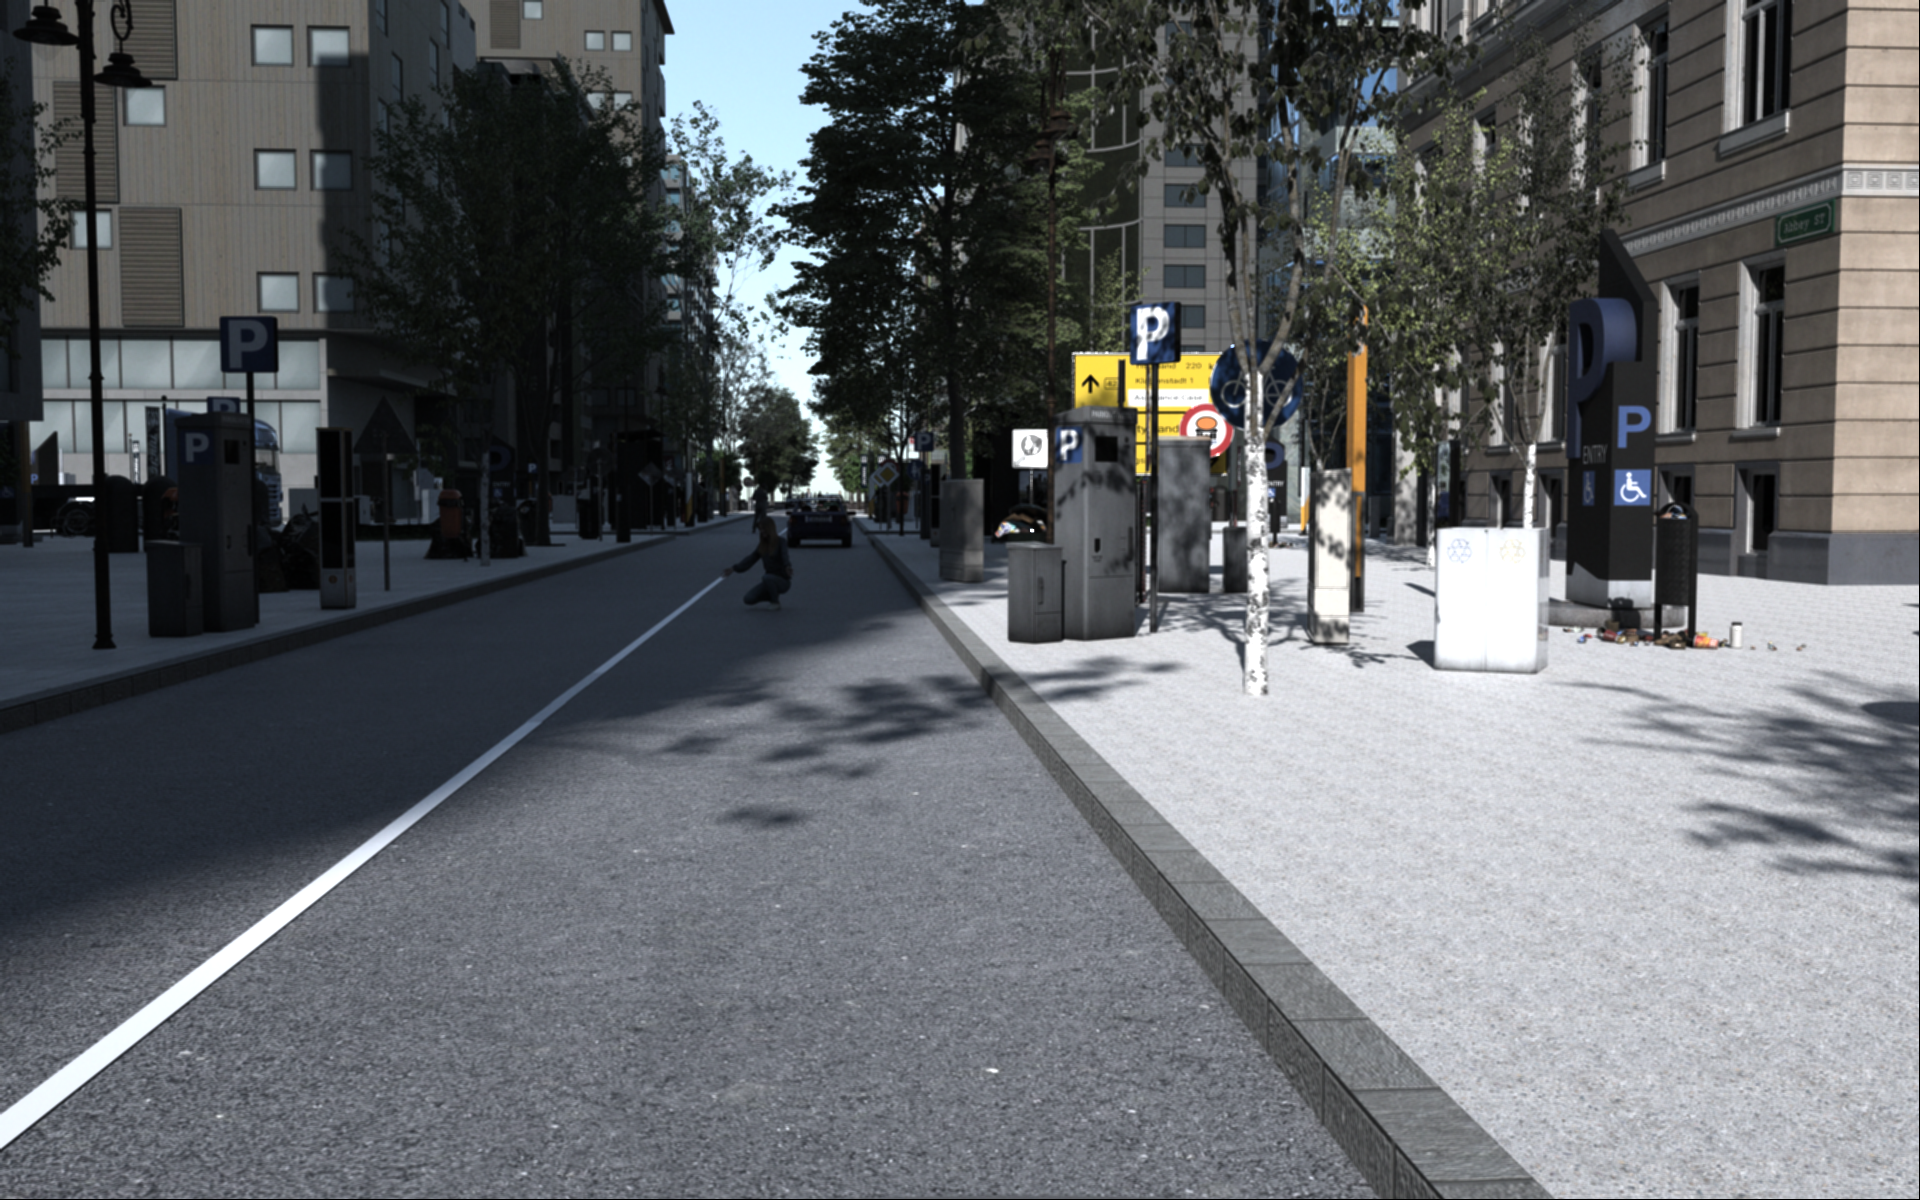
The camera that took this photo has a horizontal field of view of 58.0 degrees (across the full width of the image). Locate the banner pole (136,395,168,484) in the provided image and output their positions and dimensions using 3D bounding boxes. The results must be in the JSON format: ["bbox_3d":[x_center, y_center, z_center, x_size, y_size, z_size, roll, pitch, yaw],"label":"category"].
[{"bbox_3d":[-20.249,-3.289,43.792,0.401,3.779,0.863,1,4,19],"label":"banner pole"}]

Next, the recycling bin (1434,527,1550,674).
[{"bbox_3d":[3.925,-0.013,12.761,0.722,1.027,0.722,2,4,25],"label":"recycling bin"}]

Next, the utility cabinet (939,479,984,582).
[{"bbox_3d":[0.003,-1.028,25.488,0.318,1.500,1.173,-1,4,-19],"label":"utility cabinet"}]

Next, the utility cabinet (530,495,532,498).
[{"bbox_3d":[-25.434,-5.703,104.399,1.020,1.237,0.306,2,4,24],"label":"utility cabinet"}]

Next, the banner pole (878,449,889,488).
[{"bbox_3d":[-4.187,-6.493,96.172,0.863,3.779,0.401,-1,4,-9],"label":"banner pole"}]

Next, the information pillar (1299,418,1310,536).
[{"bbox_3d":[10.658,-3.795,53.404,0.183,3.616,0.504,2,4,34],"label":"information pillar"}]

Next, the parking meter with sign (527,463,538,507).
[{"bbox_3d":[-23.813,-6.183,97.351,0.543,3.016,1.738,-2,4,-29],"label":"parking meter with sign"}]

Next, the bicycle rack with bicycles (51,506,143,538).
[{"bbox_3d":[-25.545,-2.316,51.251,2.925,0.926,2.852,1,4,11],"label":"bicycle rack with bicycles"}]

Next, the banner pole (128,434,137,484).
[{"bbox_3d":[-34.088,-4.985,71.524,0.863,3.779,0.401,2,4,33],"label":"banner pole"}]

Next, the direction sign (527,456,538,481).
[{"bbox_3d":[-25.397,-6.807,103.298,0.876,3.537,0.379,1,4,11],"label":"direction sign"}]

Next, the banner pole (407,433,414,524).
[{"bbox_3d":[-22.445,-4.936,70.717,0.401,3.779,0.863,0,4,4],"label":"banner pole"}]

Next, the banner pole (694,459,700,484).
[{"bbox_3d":[-17.367,-7.633,114.812,0.863,3.779,0.401,0,4,6],"label":"banner pole"}]

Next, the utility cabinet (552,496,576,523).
[{"bbox_3d":[-17.306,-3.950,75.746,1.020,1.237,0.306,-1,4,-12],"label":"utility cabinet"}]

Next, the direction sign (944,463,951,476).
[{"bbox_3d":[-0.744,-8.170,125.571,0.876,3.537,0.379,1,4,14],"label":"direction sign"}]

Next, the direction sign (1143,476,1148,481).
[{"bbox_3d":[11.392,-7.135,108.661,0.876,3.537,0.379,0,4,-8],"label":"direction sign"}]

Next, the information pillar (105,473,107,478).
[{"bbox_3d":[-29.983,-3.427,60.524,0.304,2.012,0.304,-3,5,-43],"label":"information pillar"}]

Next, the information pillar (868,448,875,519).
[{"bbox_3d":[-4.479,-5.900,87.821,0.183,3.616,0.504,2,4,29],"label":"information pillar"}]

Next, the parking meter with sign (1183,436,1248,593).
[{"bbox_3d":[2.916,-1.605,22.505,1.738,3.016,0.543,0,4,3],"label":"parking meter with sign"}]

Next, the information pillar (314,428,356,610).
[{"bbox_3d":[-6.946,-0.906,19.297,0.304,2.012,0.304,0,4,1],"label":"information pillar"}]

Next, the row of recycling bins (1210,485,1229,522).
[{"bbox_3d":[11.012,-4.449,79.860,3.534,1.692,1.069,-3,5,-39],"label":"row of recycling bins"}]

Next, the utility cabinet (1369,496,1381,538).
[{"bbox_3d":[12.190,-2.436,50.985,0.306,1.237,1.020,1,4,11],"label":"utility cabinet"}]

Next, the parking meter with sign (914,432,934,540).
[{"bbox_3d":[-0.852,-3.260,49.566,0.543,3.016,1.738,1,4,11],"label":"parking meter with sign"}]

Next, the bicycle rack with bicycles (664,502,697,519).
[{"bbox_3d":[-15.251,-4.772,91.406,2.925,0.926,2.852,3,5,41],"label":"bicycle rack with bicycles"}]

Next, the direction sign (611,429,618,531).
[{"bbox_3d":[-12.044,-4.192,60.542,0.379,3.537,0.876,-1,4,-20],"label":"direction sign"}]

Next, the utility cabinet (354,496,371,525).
[{"bbox_3d":[-24.250,-3.588,69.828,0.306,1.237,1.020,2,4,29],"label":"utility cabinet"}]

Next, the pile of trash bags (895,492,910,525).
[{"bbox_3d":[-0.998,-3.802,71.916,3.447,1.369,1.912,-1,4,-10],"label":"pile of trash bags"}]

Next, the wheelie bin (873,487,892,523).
[{"bbox_3d":[-3.432,-4.261,77.568,0.693,1.594,0.980,2,4,33],"label":"wheelie bin"}]

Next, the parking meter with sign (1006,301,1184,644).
[{"bbox_3d":[1.176,-1.169,15.377,1.738,3.016,0.543,-3,5,-42],"label":"parking meter with sign"}]

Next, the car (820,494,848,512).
[{"bbox_3d":[-7.443,-5.531,100.214,2.009,1.686,4.222,0,4,-5],"label":"car"}]

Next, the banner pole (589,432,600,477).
[{"bbox_3d":[-14.711,-4.873,69.697,0.863,3.779,0.401,3,5,42],"label":"banner pole"}]

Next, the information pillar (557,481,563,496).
[{"bbox_3d":[-22.328,-5.646,96.806,0.304,2.012,0.304,-1,4,-16],"label":"information pillar"}]

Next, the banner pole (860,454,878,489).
[{"bbox_3d":[-5.164,-6.471,95.810,0.863,3.779,0.401,-3,4,-36],"label":"banner pole"}]

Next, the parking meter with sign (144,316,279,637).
[{"bbox_3d":[-7.026,-1.223,16.260,0.543,3.016,1.738,0,4,3],"label":"parking meter with sign"}]

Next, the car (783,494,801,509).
[{"bbox_3d":[-15.876,-9.534,165.674,2.009,1.686,4.222,0,4,-5],"label":"car"}]

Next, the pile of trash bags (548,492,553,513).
[{"bbox_3d":[-18.809,-3.840,72.538,3.447,1.369,1.912,-1,4,-8],"label":"pile of trash bags"}]

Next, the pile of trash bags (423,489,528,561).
[{"bbox_3d":[-9.746,-1.508,34.404,1.912,1.369,3.447,0,4,-3],"label":"pile of trash bags"}]

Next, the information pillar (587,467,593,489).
[{"bbox_3d":[-20.222,-6.319,94.665,0.504,3.616,0.183,3,5,45],"label":"information pillar"}]

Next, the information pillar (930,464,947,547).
[{"bbox_3d":[-0.520,-2.287,41.892,0.304,2.012,0.304,2,4,31],"label":"information pillar"}]

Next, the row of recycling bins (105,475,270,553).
[{"bbox_3d":[-17.286,-1.928,38.633,3.534,1.692,1.069,-2,4,-31],"label":"row of recycling bins"}]

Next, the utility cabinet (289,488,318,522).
[{"bbox_3d":[-24.769,-3.481,65.594,1.173,1.500,0.318,0,4,1],"label":"utility cabinet"}]

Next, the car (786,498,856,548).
[{"bbox_3d":[-3.845,-2.150,47.732,1.945,1.354,3.894,0,4,-3],"label":"car"}]

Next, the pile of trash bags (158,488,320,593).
[{"bbox_3d":[-10.040,-0.857,23.760,3.447,1.369,1.912,3,5,40],"label":"pile of trash bags"}]

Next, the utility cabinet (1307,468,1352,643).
[{"bbox_3d":[3.222,-0.399,15.198,0.318,1.500,1.173,1,4,9],"label":"utility cabinet"}]

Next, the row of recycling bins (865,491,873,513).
[{"bbox_3d":[-5.513,-6.524,113.775,1.069,1.692,3.534,1,4,9],"label":"row of recycling bins"}]

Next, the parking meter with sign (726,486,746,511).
[{"bbox_3d":[-17.344,-8.396,133.538,1.738,3.016,0.543,-3,5,-41],"label":"parking meter with sign"}]

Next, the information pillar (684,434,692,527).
[{"bbox_3d":[-10.582,-4.659,67.523,0.183,3.616,0.504,1,4,13],"label":"information pillar"}]

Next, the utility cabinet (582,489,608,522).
[{"bbox_3d":[-16.780,-4.349,79.785,1.173,1.500,0.318,0,3,0],"label":"utility cabinet"}]

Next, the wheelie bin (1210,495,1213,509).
[{"bbox_3d":[7.127,-2.688,51.864,0.693,1.594,0.980,-3,5,-42],"label":"wheelie bin"}]
